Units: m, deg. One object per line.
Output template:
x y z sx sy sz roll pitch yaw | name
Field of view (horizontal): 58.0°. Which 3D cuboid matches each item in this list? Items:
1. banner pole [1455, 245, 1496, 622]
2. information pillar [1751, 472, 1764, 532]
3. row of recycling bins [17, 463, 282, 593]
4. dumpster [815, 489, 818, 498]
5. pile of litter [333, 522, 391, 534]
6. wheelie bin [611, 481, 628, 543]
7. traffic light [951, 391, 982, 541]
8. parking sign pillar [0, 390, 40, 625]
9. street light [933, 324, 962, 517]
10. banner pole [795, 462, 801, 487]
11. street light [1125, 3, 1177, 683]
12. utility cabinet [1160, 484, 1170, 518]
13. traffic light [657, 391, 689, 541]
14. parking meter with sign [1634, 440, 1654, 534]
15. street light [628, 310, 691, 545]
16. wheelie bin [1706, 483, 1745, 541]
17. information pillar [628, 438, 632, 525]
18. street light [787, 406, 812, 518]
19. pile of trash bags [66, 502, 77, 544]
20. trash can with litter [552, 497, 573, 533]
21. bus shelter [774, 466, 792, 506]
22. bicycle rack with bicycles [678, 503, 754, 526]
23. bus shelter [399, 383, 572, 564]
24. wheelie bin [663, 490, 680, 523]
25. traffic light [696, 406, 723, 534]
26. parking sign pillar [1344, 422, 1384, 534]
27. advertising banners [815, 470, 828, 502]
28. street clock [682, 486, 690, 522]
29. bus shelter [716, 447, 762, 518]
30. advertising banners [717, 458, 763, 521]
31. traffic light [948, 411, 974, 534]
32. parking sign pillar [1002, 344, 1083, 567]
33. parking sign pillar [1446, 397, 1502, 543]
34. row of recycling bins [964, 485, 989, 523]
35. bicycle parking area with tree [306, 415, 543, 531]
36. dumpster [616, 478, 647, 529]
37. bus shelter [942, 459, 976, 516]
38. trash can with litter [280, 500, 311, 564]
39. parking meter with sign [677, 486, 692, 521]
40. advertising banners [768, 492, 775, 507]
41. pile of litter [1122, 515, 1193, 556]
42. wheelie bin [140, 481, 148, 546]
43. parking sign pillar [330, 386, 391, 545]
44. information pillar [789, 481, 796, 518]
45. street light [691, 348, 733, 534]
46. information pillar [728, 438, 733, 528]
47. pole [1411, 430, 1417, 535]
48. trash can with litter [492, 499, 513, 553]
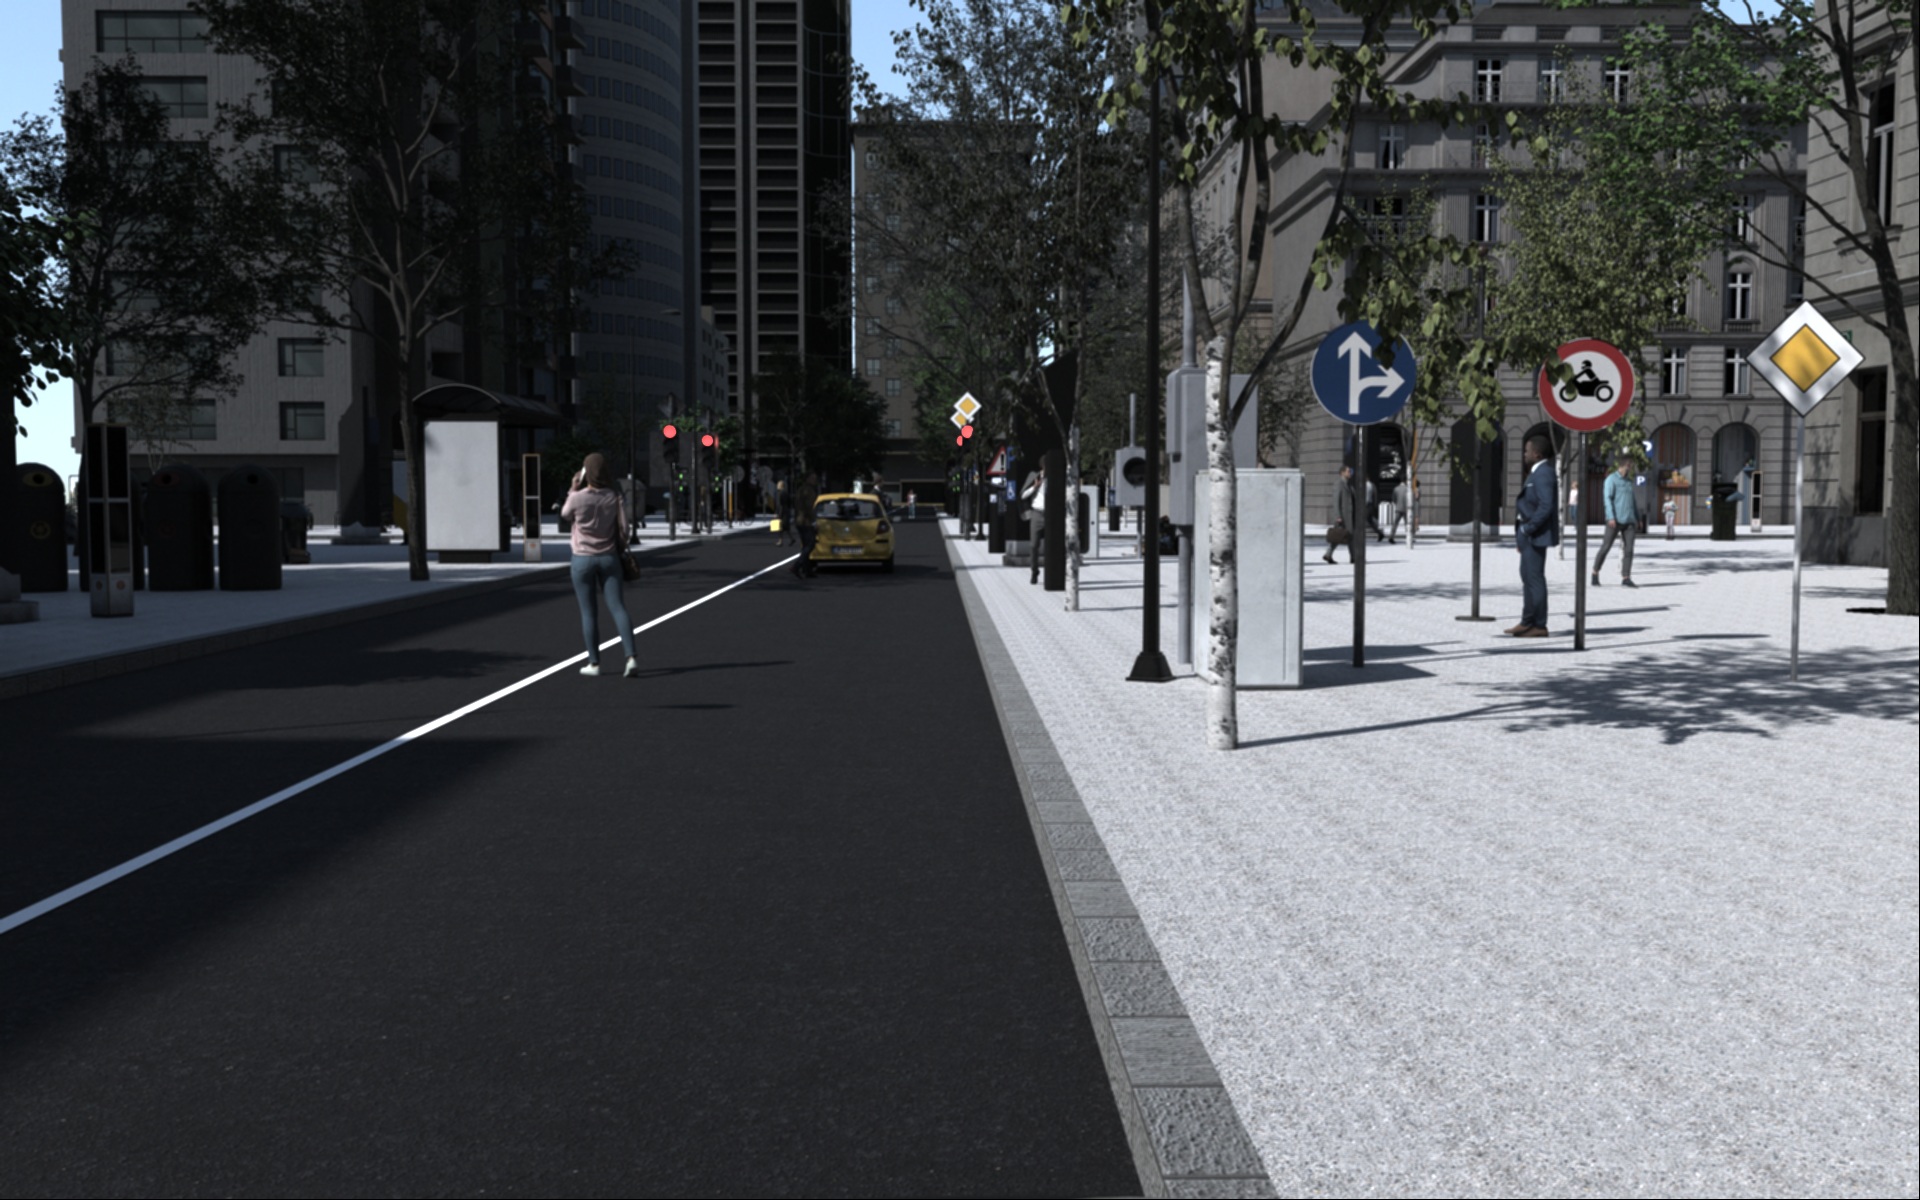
5.181 -1.668 17.287 0.401 3.779 0.863 1 4 16 | banner pole
26.682 -3.271 57.972 0.304 2.012 0.304 2 4 32 | information pillar
-10.890 -0.975 23.061 3.534 1.692 1.069 -1 4 -9 | row of recycling bins
-10.894 -7.377 123.100 1.502 2.255 1.985 0 4 -1 | dumpster
-19.590 -2.620 56.799 1.719 0.858 1.176 -1 4 -9 | pile of litter
-8.359 -2.022 40.972 0.980 1.594 0.693 -3 4 -37 | wheelie bin
0.188 -3.586 47.560 0.839 4.253 0.868 0 4 -1 | traffic light
-10.023 -1.757 17.203 1.447 3.967 1.447 1 4 10 | parking sign pillar
0.027 -4.587 47.544 1.470 5.913 1.316 0 4 -1 | street light
-11.247 -7.877 118.808 0.863 3.779 0.401 -2 4 -24 | banner pole
0.777 -2.400 11.774 1.470 5.913 1.316 0 4 -1 | street light
4.634 -1.876 39.355 0.318 1.500 1.173 0 4 5 | utility cabinet
-7.872 -3.577 47.404 0.839 4.253 0.868 0 4 -1 | traffic light
21.909 -3.637 55.720 0.543 3.016 1.738 2 4 28 | parking meter with sign
-7.731 -4.361 43.843 1.470 5.913 1.316 0 4 -1 | street light
21.079 -2.434 47.705 0.980 1.594 0.693 1 4 20 | wheelie bin
-13.834 -4.978 72.738 0.183 3.616 0.504 0 4 2 | information pillar
-8.531 -7.276 91.510 1.470 5.913 1.316 0 4 -1 | street light
-24.249 -2.080 43.756 3.447 1.369 1.912 -2 4 -35 | pile of trash bags
-12.971 -2.790 57.011 0.624 1.170 1.055 0 4 6 | trash can with litter
-12.771 -8.070 125.870 2.014 3.302 5.546 0 4 -1 | bus shelter
-10.228 -3.498 70.579 2.925 0.926 2.852 2 4 33 | bicycle rack with bicycles
-9.268 -2.476 34.399 2.014 3.302 5.546 0 4 -1 | bus shelter
-12.819 -4.225 76.990 0.693 1.594 0.980 0 4 -6 | wheelie bin
-8.011 -4.065 55.388 0.839 4.253 0.868 0 4 -1 | traffic light
12.995 -4.129 55.982 1.447 3.967 1.447 -3 5 -39 | parking sign pillar
-10.572 -7.887 125.135 2.074 3.025 0.090 -1 4 -11 | advertising banners
-12.395 -4.522 78.497 0.358 2.002 0.471 -1 4 -9 | street clock
-11.469 -6.048 90.170 1.731 3.624 6.357 0 4 -1 | bus shelter
-10.753 -5.377 84.103 2.074 3.025 0.090 -1 4 -9 | advertising banners
0.049 -4.075 55.544 0.839 4.253 0.868 0 4 -1 | traffic light
1.482 -2.596 30.924 1.447 3.967 1.447 -2 4 -25 | parking sign pillar
13.714 -3.525 46.100 1.447 3.967 1.447 -3 4 -37 | parking sign pillar
1.041 -4.387 78.837 1.069 1.692 3.534 2 4 25 | row of recycling bins
-19.631 -4.657 63.145 8.231 4.147 9.016 1 4 12 | bicycle parking area with tree
-12.394 -3.587 64.405 1.264 1.857 1.865 0 4 -1 | dumpster
0.010 -7.849 105.968 2.179 5.291 8.768 0 4 -1 | bus shelter
-12.211 -1.259 31.979 0.624 1.170 1.055 -2 4 -34 | trash can with litter
-12.979 -5.234 81.836 1.738 3.016 0.543 1 4 23 | parking meter with sign
-13.290 -7.722 122.449 2.074 3.025 0.090 -1 4 -11 | advertising banners
4.165 -1.359 36.177 1.719 0.858 1.176 0 4 -6 | pile of litter
-20.430 -2.152 43.086 0.980 1.594 0.693 -1 4 -14 | wheelie bin
-15.243 -3.392 43.929 1.447 3.967 1.447 3 5 43 | parking sign pillar
-9.143 -5.501 94.429 0.304 2.012 0.304 -2 4 -33 | information pillar
-7.915 -5.061 55.280 1.470 5.913 1.316 0 4 -1 | street light
-8.606 -4.497 64.885 0.183 3.616 0.504 0 4 -7 | information pillar
14.348 -3.728 54.791 0.158 3.312 0.155 0 3 0 | pole
-10.331 -1.624 37.933 1.055 1.170 0.624 -1 4 -15 | trash can with litter
